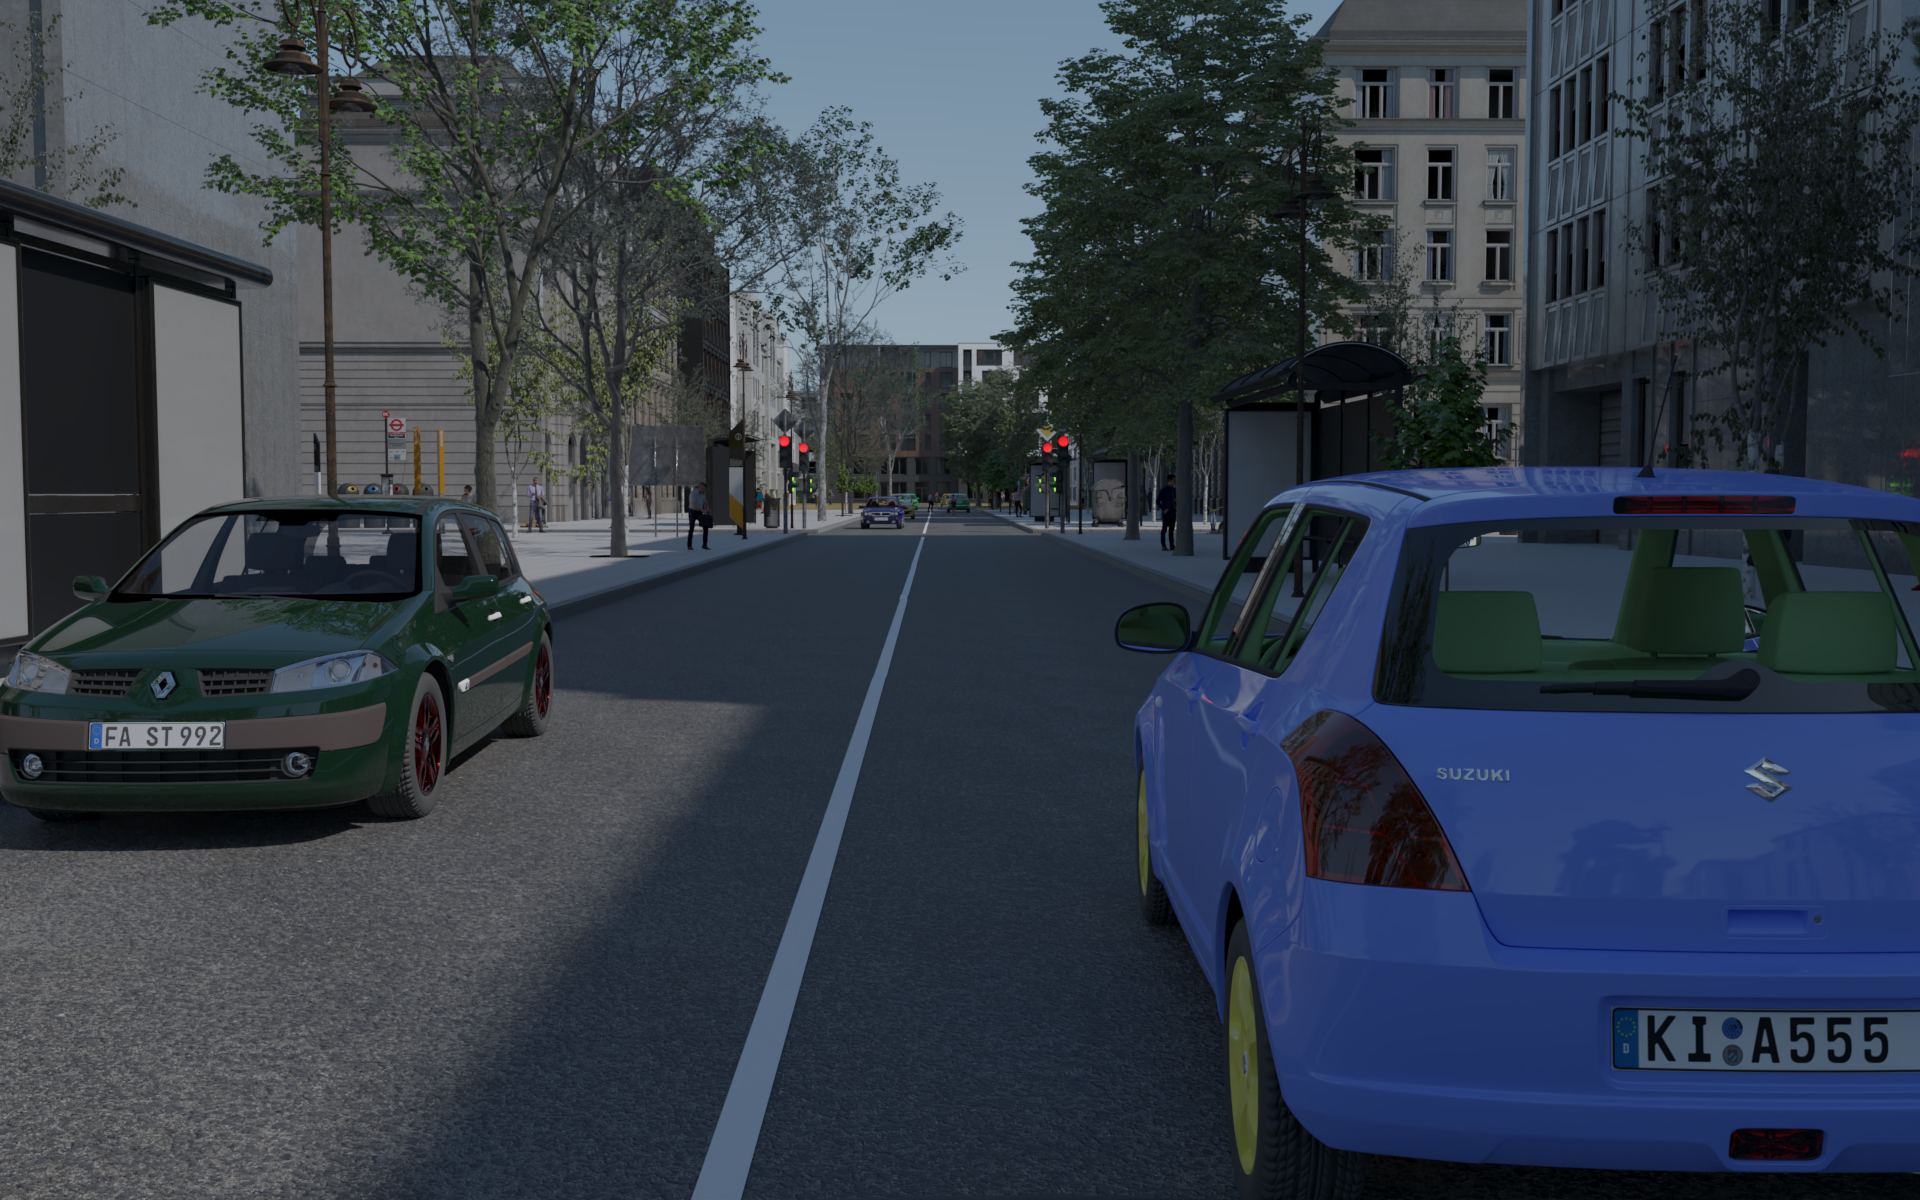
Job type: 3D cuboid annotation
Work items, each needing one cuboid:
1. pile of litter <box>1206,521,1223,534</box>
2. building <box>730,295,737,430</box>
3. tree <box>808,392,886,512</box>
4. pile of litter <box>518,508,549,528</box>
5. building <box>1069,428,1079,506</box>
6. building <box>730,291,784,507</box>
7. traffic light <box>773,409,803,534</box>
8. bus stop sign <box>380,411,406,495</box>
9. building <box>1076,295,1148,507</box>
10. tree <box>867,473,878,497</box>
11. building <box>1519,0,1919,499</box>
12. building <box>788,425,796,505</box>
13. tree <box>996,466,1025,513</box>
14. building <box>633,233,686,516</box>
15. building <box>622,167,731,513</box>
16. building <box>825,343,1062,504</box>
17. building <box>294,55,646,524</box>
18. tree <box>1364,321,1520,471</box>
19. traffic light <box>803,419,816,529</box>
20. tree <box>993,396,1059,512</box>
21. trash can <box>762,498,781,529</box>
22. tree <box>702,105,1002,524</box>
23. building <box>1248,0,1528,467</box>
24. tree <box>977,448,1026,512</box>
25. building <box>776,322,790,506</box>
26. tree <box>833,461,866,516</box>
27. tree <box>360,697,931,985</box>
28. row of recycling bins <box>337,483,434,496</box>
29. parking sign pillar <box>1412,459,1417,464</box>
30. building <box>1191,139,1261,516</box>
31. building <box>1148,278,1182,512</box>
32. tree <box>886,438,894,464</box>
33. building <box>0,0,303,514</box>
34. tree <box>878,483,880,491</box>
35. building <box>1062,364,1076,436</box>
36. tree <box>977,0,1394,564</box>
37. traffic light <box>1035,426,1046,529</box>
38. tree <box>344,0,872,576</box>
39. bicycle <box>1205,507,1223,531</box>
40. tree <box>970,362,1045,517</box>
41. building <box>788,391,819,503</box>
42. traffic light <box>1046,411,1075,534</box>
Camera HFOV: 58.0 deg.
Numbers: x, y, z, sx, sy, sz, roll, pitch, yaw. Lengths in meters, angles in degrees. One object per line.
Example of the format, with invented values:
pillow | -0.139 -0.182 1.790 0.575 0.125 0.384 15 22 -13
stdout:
pile of litter | 8.739 -2.529 55.313 1.719 0.858 1.176 3 5 41
building | -26.724 -17.642 144.861 16.016 20.091 11.380 0 4 -1
tree | -7.959 -10.490 121.879 4.360 8.622 3.978 0 3 0
pile of litter | -16.324 -3.203 66.331 1.176 0.858 1.719 0 4 -6
building | 17.402 -15.232 191.184 9.099 9.664 28.070 0 4 -1
building | -26.724 -18.339 166.293 16.747 18.905 31.486 0 4 -1
traffic light | -5.642 -4.089 56.102 0.839 4.213 0.868 0 4 -1
bus stop sign | -18.092 -4.075 55.323 0.855 3.939 0.416 0 4 6
building | 20.723 -18.028 161.221 16.747 18.905 31.486 0 4 -1
tree | -8.359 -9.568 151.043 1.663 3.219 1.824 0 3 0
building | 20.851 -13.279 35.130 12.078 24.808 19.932 0 4 -1
building | -33.250 -15.746 199.598 28.070 9.664 9.099 0 4 -1
tree | 3.838 -7.560 118.205 1.663 3.219 1.824 0 3 0
building | -23.557 -14.869 107.736 10.561 19.102 19.286 0 4 -1
building | -23.744 -18.098 125.580 12.332 23.373 15.834 0 4 -1
building | -2.588 -24.688 247.629 32.646 21.610 27.936 0 4 -1
building | -24.132 -14.936 86.011 13.314 21.916 24.055 0 4 -1
tree | 5.559 -1.513 19.338 1.663 3.219 1.824 0 3 0
traffic light | -5.750 -4.578 64.087 0.839 4.213 0.868 0 4 -1
tree | 4.223 -10.800 126.946 4.737 8.622 4.395 0 3 0
trash can | -7.008 -3.231 64.482 0.748 1.137 0.748 0 3 0
tree | -5.441 -13.863 82.545 12.611 20.169 13.585 0 3 0
building | 29.806 -15.248 82.587 30.059 22.955 16.112 0 4 -1
tree | 2.901 -8.461 122.050 4.285 4.588 4.351 0 3 0
building | -26.444 -20.259 187.654 16.016 20.091 11.380 0 4 -1
tree | -6.917 -6.555 101.769 1.663 3.219 1.824 0 3 0
tree | -6.110 -4.637 1.571 9.928 11.665 9.643 0 3 0
row of recycling bins | -21.755 -3.577 65.596 3.534 1.692 1.069 -1 4 -15
parking sign pillar | 16.873 -4.718 65.613 1.447 3.967 1.447 -1 4 -14
building | 20.003 -16.934 105.745 11.050 23.489 19.941 0 4 -1
building | 21.206 -17.490 127.769 13.314 21.916 24.055 0 4 -1
tree | -9.275 -14.540 188.089 4.360 8.622 3.978 0 3 0
building | -27.145 -13.500 38.745 19.932 24.808 12.078 0 4 -1
tree | -8.073 -10.052 158.951 1.663 3.219 1.824 0 3 0
building | 29.539 -23.056 243.418 31.486 18.905 16.747 0 4 -1
tree | 5.084 -7.188 35.648 7.486 12.596 7.792 0 3 0
traffic light | 3.210 -4.586 64.224 0.839 4.213 0.868 0 4 -1
tree | -7.049 -7.599 34.609 12.009 13.543 11.850 0 3 0
bicycle | 8.288 -2.655 56.634 0.635 0.972 1.543 1 4 13
tree | 3.029 -8.938 96.503 4.360 8.622 3.978 0 3 0
building | -34.750 -22.994 242.408 31.486 18.905 16.747 0 4 -1
traffic light | 3.318 -4.098 56.240 0.839 4.213 0.868 0 4 -1
